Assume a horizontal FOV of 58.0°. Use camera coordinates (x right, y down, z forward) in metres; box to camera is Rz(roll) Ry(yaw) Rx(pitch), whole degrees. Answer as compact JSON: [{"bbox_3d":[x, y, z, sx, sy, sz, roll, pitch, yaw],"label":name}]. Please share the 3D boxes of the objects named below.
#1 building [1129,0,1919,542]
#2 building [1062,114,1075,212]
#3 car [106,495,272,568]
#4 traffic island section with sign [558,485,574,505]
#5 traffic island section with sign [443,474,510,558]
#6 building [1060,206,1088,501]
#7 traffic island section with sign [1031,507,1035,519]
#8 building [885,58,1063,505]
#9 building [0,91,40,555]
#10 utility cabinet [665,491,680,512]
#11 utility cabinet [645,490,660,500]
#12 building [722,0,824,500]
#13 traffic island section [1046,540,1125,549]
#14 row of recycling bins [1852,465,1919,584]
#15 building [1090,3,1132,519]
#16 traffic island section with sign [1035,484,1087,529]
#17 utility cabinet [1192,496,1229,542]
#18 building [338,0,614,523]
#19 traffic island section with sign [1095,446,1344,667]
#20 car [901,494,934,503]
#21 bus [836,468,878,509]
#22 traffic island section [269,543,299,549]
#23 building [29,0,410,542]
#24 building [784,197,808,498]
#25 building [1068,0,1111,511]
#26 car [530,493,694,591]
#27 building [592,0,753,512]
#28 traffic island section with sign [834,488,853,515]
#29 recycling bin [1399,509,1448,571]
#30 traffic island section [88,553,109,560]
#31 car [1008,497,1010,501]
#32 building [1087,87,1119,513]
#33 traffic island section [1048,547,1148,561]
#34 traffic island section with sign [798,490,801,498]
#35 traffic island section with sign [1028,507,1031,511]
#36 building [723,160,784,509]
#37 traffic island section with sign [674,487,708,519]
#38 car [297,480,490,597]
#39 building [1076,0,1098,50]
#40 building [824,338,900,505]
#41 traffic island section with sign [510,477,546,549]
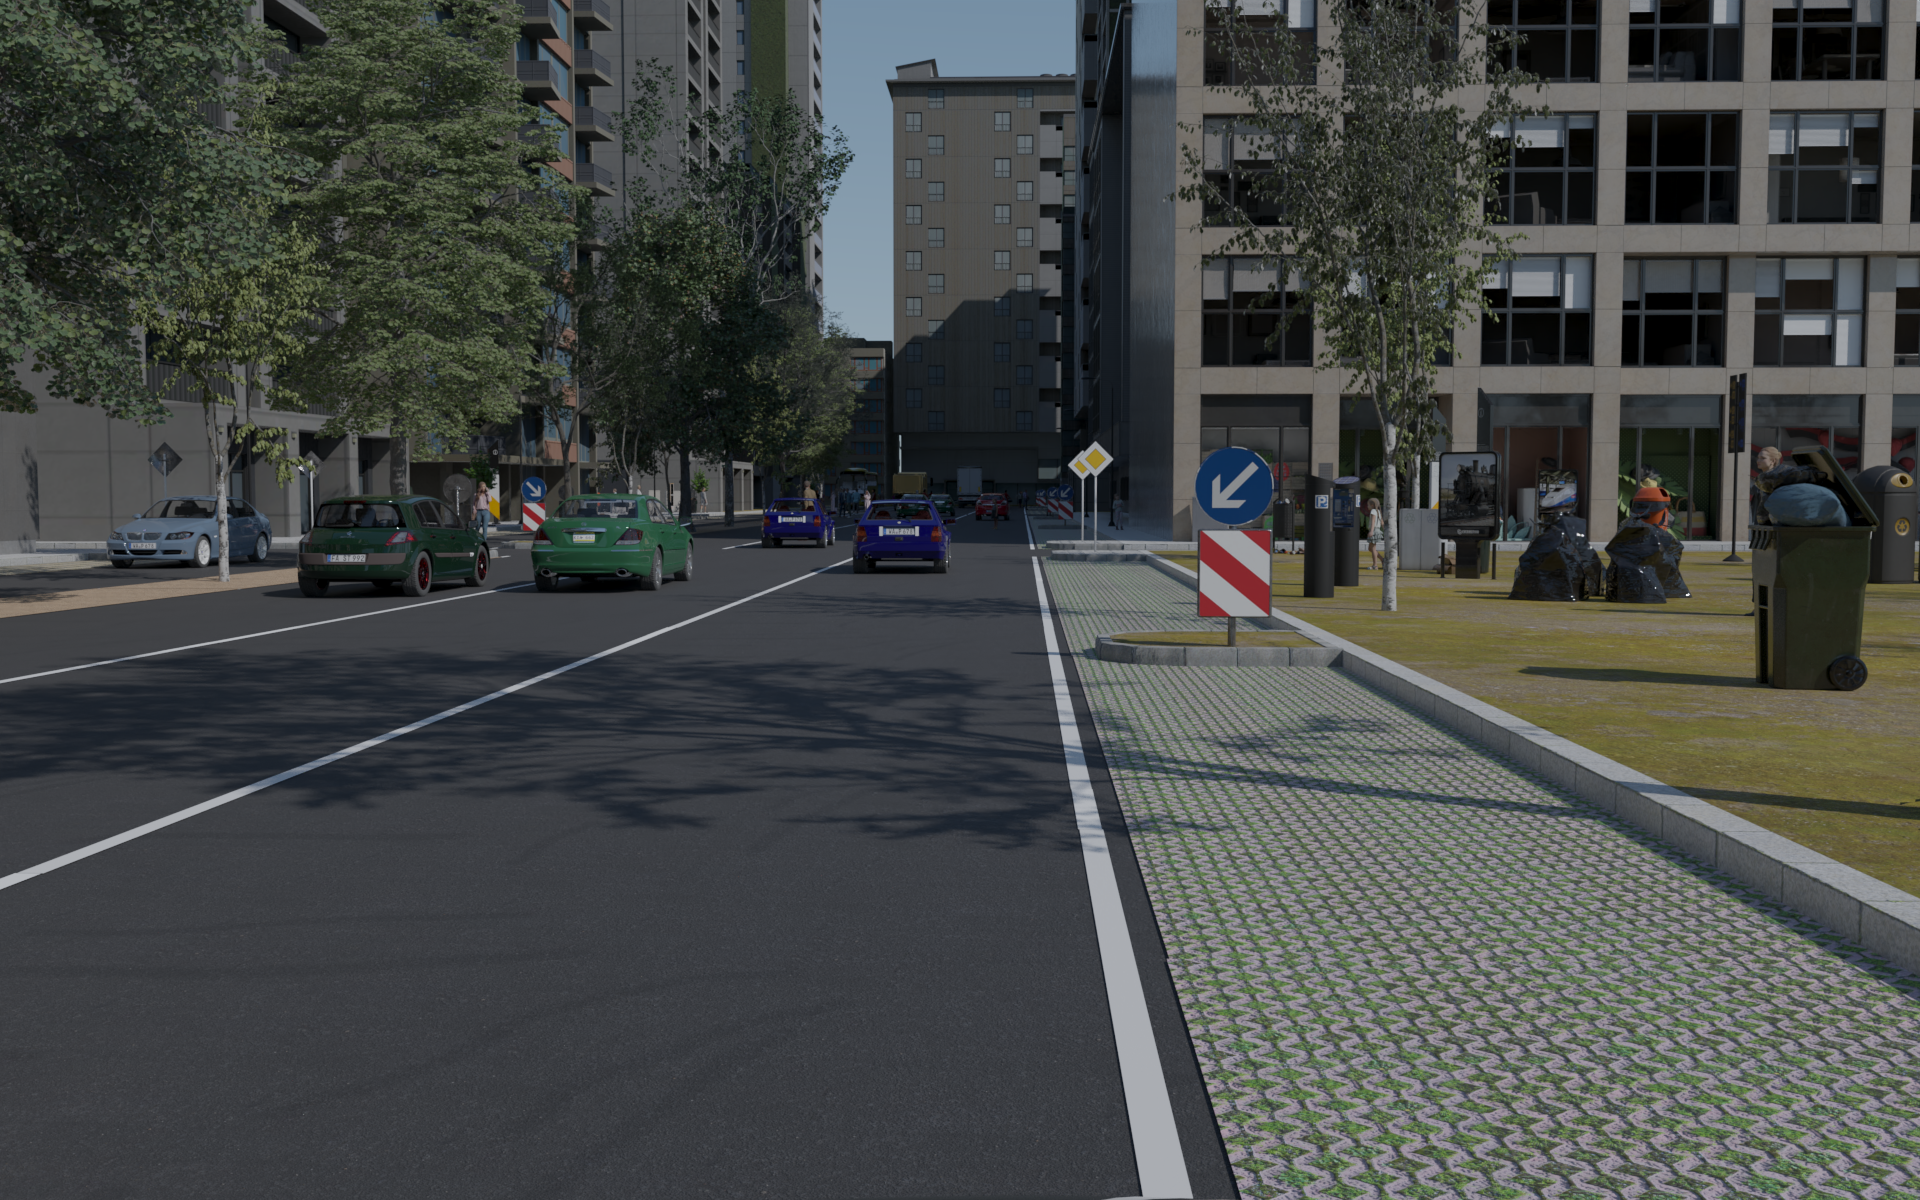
[{"bbox_3d":[23.061,-15.308,54.808,34.151,26.468,19.350,0,4,2],"label":"building"},{"bbox_3d":[18.133,-30.935,189.379,14.154,41.232,14.086,0,4,2],"label":"building"},{"bbox_3d":[-15.525,-1.414,35.116,2.014,1.417,4.499,0,4,0],"label":"car"},{"bbox_3d":[-16.330,-3.841,71.420,1.989,1.847,2.006,0,4,2],"label":"traffic island section with sign"},{"bbox_3d":[-11.465,-1.879,38.854,2.006,1.907,1.989,0,4,2],"label":"traffic island section with sign"},{"bbox_3d":[17.205,-24.707,175.661,14.160,30.474,14.107,0,4,2],"label":"building"},{"bbox_3d":[5.136,-5.457,97.853,1.989,1.847,2.006,0,4,2],"label":"traffic island section with sign"},{"bbox_3d":[5.493,-38.488,218.521,27.495,52.752,28.713,0,4,2],"label":"building"},{"bbox_3d":[-35.238,-13.039,32.248,30.058,24.678,14.314,0,4,2],"label":"building"},{"bbox_3d":[-20.002,-6.878,121.141,1.173,1.500,0.318,-2,4,-27],"label":"utility cabinet"},{"bbox_3d":[-18.357,-5.789,103.333,0.318,1.500,1.173,2,4,24],"label":"utility cabinet"},{"bbox_3d":[-29.248,-39.447,186.960,28.212,58.520,21.231,0,4,2],"label":"building"},{"bbox_3d":[3.298,-1.456,46.085,2.009,0.180,2.903,0,4,2],"label":"traffic island section"},{"bbox_3d":[14.580,-1.072,24.641,3.534,1.692,1.069,1,4,17],"label":"row of recycling bins"},{"bbox_3d":[13.842,-16.027,81.116,14.314,24.678,30.058,0,4,2],"label":"building"},{"bbox_3d":[4.192,-3.810,70.914,1.989,1.847,2.006,0,4,2],"label":"traffic island section with sign"},{"bbox_3d":[6.705,-2.136,46.093,1.020,1.237,0.306,2,4,31],"label":"utility cabinet"},{"bbox_3d":[-30.392,-26.547,88.667,22.147,44.769,28.867,0,4,2],"label":"building"},{"bbox_3d":[2.207,-0.404,15.235,1.989,1.847,2.006,0,4,2],"label":"traffic island section with sign"},{"bbox_3d":[-2.557,-5.288,98.254,2.131,1.459,4.920,0,4,3],"label":"car"},{"bbox_3d":[-9.686,-10.650,165.673,2.896,3.916,12.252,0,4,3],"label":"bus"},{"bbox_3d":[-17.530,-1.501,46.824,2.009,0.180,2.903,0,4,2],"label":"traffic island section"},{"bbox_3d":[-29.840,-37.726,55.072,20.563,71.187,20.611,0,4,2],"label":"building"},{"bbox_3d":[-22.409,-24.059,165.063,14.160,30.474,14.107,0,4,2],"label":"building"},{"bbox_3d":[18.746,-42.282,129.566,20.563,71.187,20.611,0,4,2],"label":"building"},{"bbox_3d":[-5.366,-0.938,27.136,2.131,1.459,4.920,0,4,1],"label":"car"},{"bbox_3d":[-26.824,-42.406,131.583,20.563,71.187,20.611,0,4,2],"label":"building"},{"bbox_3d":[-8.545,-6.924,121.349,2.006,1.907,1.989,0,4,2],"label":"traffic island section with sign"},{"bbox_3d":[7.858,-1.028,29.363,0.722,1.027,0.722,1,4,22],"label":"recycling bin"},{"bbox_3d":[-17.812,-1.013,38.844,2.009,0.180,2.903,0,4,2],"label":"traffic island section"},{"bbox_3d":[3.782,-9.645,166.728,2.155,1.783,4.494,0,4,3],"label":"car"},{"bbox_3d":[15.489,-19.248,108.210,14.314,27.812,24.014,0,4,2],"label":"building"},{"bbox_3d":[3.016,-0.968,38.105,2.009,0.180,2.903,0,4,2],"label":"traffic island section"},{"bbox_3d":[-13.609,-8.564,148.647,1.989,1.847,2.006,0,4,2],"label":"traffic island section with sign"},{"bbox_3d":[6.925,-8.549,148.399,1.989,1.847,2.006,0,4,2],"label":"traffic island section with sign"},{"bbox_3d":[-23.667,-23.200,151.018,14.160,30.474,14.107,0,4,2],"label":"building"},{"bbox_3d":[-15.380,-5.488,98.363,1.989,1.847,2.006,0,4,2],"label":"traffic island section with sign"},{"bbox_3d":[-8.271,-0.966,25.574,2.009,1.686,4.222,0,4,2],"label":"car"},{"bbox_3d":[24.025,-34.540,153.965,28.713,52.752,27.495,0,4,2],"label":"building"},{"bbox_3d":[-22.987,-22.909,219.597,28.899,21.520,27.650,0,4,2],"label":"building"},{"bbox_3d":[-11.194,-2.332,46.257,2.006,1.907,1.989,0,4,2],"label":"traffic island section with sign"}]
